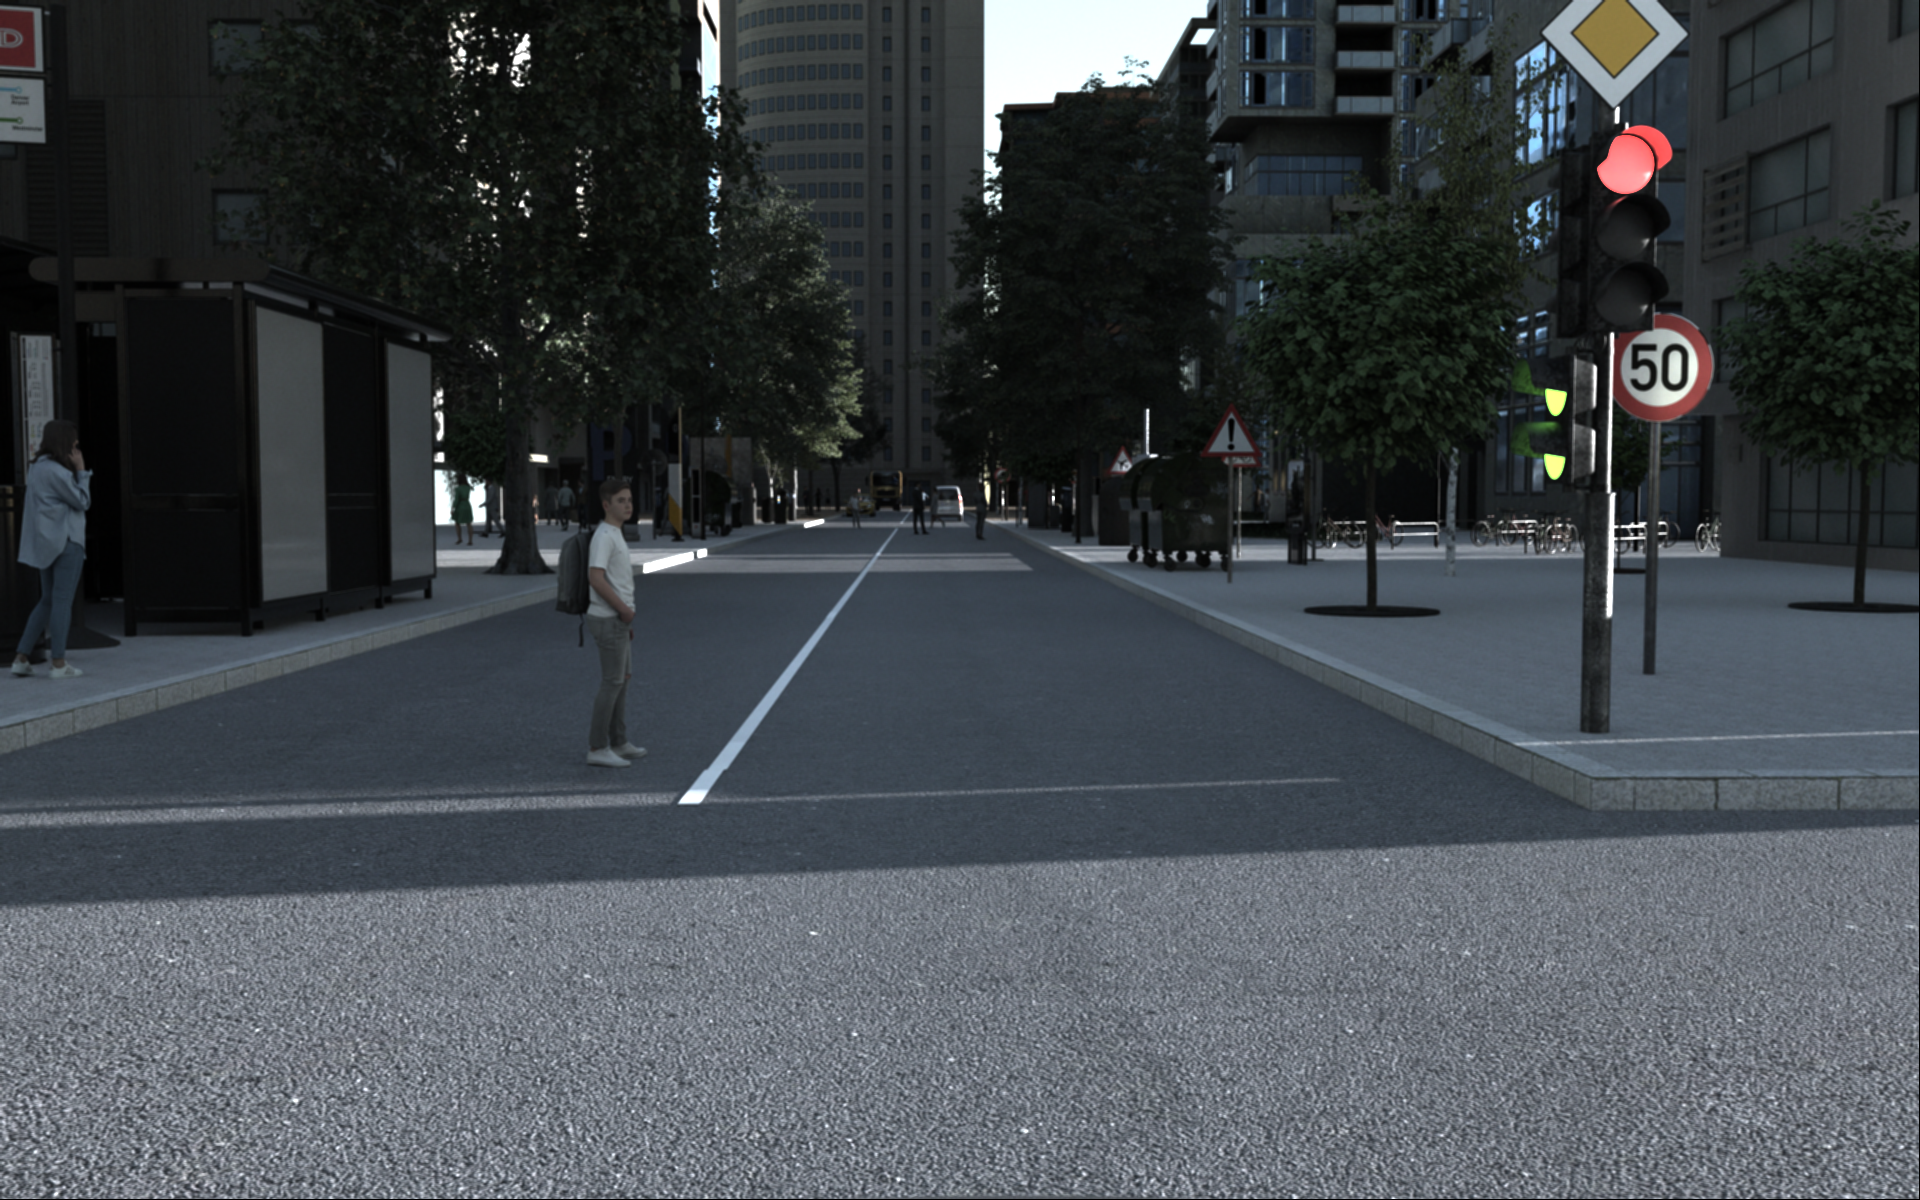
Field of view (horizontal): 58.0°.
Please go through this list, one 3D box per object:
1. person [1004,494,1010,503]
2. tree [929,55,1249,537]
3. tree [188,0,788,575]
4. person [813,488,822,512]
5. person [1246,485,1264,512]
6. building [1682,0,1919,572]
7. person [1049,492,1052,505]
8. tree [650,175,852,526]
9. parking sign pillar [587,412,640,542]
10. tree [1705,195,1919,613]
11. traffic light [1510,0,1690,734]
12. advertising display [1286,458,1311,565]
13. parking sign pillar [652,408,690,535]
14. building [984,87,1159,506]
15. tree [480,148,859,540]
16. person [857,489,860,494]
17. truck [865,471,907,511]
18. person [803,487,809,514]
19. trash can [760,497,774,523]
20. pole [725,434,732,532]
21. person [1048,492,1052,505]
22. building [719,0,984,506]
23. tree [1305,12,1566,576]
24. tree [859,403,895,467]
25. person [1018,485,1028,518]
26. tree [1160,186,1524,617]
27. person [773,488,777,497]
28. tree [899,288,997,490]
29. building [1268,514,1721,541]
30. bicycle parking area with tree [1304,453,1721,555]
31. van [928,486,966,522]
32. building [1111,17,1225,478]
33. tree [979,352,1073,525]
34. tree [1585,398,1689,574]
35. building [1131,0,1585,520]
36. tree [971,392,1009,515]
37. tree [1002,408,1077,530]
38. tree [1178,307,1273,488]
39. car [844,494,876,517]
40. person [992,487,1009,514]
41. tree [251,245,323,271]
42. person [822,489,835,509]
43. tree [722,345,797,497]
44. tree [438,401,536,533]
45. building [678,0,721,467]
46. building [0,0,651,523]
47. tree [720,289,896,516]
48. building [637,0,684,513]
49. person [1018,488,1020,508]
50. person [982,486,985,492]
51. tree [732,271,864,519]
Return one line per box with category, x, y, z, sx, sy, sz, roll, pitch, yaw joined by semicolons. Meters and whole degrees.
person;3.705;-8.052;140.929;0.697;1.427;0.421;0;4;0
tree;3.652;-8.883;51.898;9.857;13.997;8.962;0;3;0
tree;-7.207;-6.763;27.588;9.611;12.733;9.660;0;3;0
person;-10.466;-7.361;127.118;0.721;1.735;1.217;2;4;32
person;14.860;-4.890;86.714;1.217;1.735;0.721;-1;4;-23
building;21.662;-21.034;27.501;14.086;41.232;14.154;0;4;-1
person;6.937;-7.440;130.915;0.599;1.433;0.991;1;4;21
tree;-8.771;-10.028;70.614;9.857;13.997;8.962;0;3;0
parking sign pillar;-9.416;-3.575;46.918;1.447;3.967;1.447;-1;4;-21
tree;9.984;-2.172;19.222;4.285;4.588;4.351;0;3;0
traffic light;3.408;-1.242;9.234;0.839;4.253;0.868;0;4;-1
advertising display;6.162;-1.613;31.583;0.123;1.923;0.974;-1;4;-9
parking sign pillar;-9.040;-4.064;54.917;1.447;3.967;1.447;1;4;14
building;17.125;-32.698;189.244;28.867;44.769;22.147;0;4;-1
tree;-8.152;-6.453;39.923;8.767;10.594;7.601;2;4;29
person;-9.361;-9.424;160.673;0.434;1.755;0.990;-1;4;-21
truck;-6.317;-9.318;148.270;3.469;3.379;9.791;0;4;-2
person;-9.863;-6.412;111.335;0.683;1.767;0.568;2;4;24
trash can;-8.456;-3.966;76.492;0.748;1.137;0.748;0;3;0
pole;-7.907;-3.994;59.140;0.158;3.312;0.155;0;3;0
person;7.595;-8.833;151.020;0.990;1.755;0.434;0;4;4
building;-11.712;-39.560;188.799;28.212;58.520;21.231;0;4;-1
tree;7.656;-4.697;27.161;4.737;8.622;4.395;0;3;0
tree;-9.628;-12.502;138.819;8.767;10.594;7.601;1;4;13
person;3.697;-5.321;92.976;1.348;1.831;0.705;2;4;25
tree;4.513;-2.138;18.669;4.285;4.588;4.351;0;3;0
person;-12.799;-6.922;119.775;0.434;1.755;0.990;0;4;4
tree;0.352;-18.674;161.214;12.611;20.169;13.585;0;3;0
building;25.415;-45.730;60.356;22.319;86.520;31.000;0;4;-1
bicycle parking area with tree;13.258;-3.267;40.423;9.016;4.147;8.231;-2;4;-27
van;-0.686;-5.154;91.284;2.013;2.044;4.112;0;3;0
building;28.809;-27.270;137.748;32.217;40.220;23.993;0;4;-1
tree;2.662;-7.450;72.162;4.737;8.622;4.395;0;3;0
tree;10.754;-2.068;28.411;1.663;3.219;1.824;0;3;0
building;23.987;-48.692;108.781;22.319;86.520;31.000;0;4;-1
tree;2.445;-9.445;104.784;4.360;8.622;3.978;0;3;0
tree;3.275;-4.860;63.180;4.285;4.588;4.351;0;3;0
tree;10.357;-7.076;66.050;4.737;8.622;4.395;0;3;0
car;-6.267;-6.079;109.614;2.015;1.641;3.980;0;4;0
person;2.601;-6.310;109.726;1.217;1.766;0.721;2;4;33
tree;-19.877;-6.206;51.838;4.737;8.622;4.395;0;3;0
person;-11.178;-8.551;146.647;1.217;1.735;0.721;0;4;3
tree;-8.905;-7.923;79.898;4.360;8.622;3.978;0;3;0
tree;-15.577;-4.501;57.309;4.285;4.588;4.351;0;3;0
building;-27.411;-30.045;141.347;14.200;45.320;14.600;0;4;-1
building;-32.442;-31.049;96.882;28.713;52.752;27.495;0;4;-1
tree;-8.563;-11.601;100.041;12.009;13.543;11.850;0;3;0
building;-26.920;-26.576;118.106;14.154;41.232;14.086;0;4;-1
person;5.399;-9.518;161.536;0.599;1.838;0.709;0;4;1
person;1.528;-6.682;115.295;0.705;1.824;1.348;0;4;-7
tree;-8.501;-10.367;87.635;7.486;12.596;7.792;0;3;0
